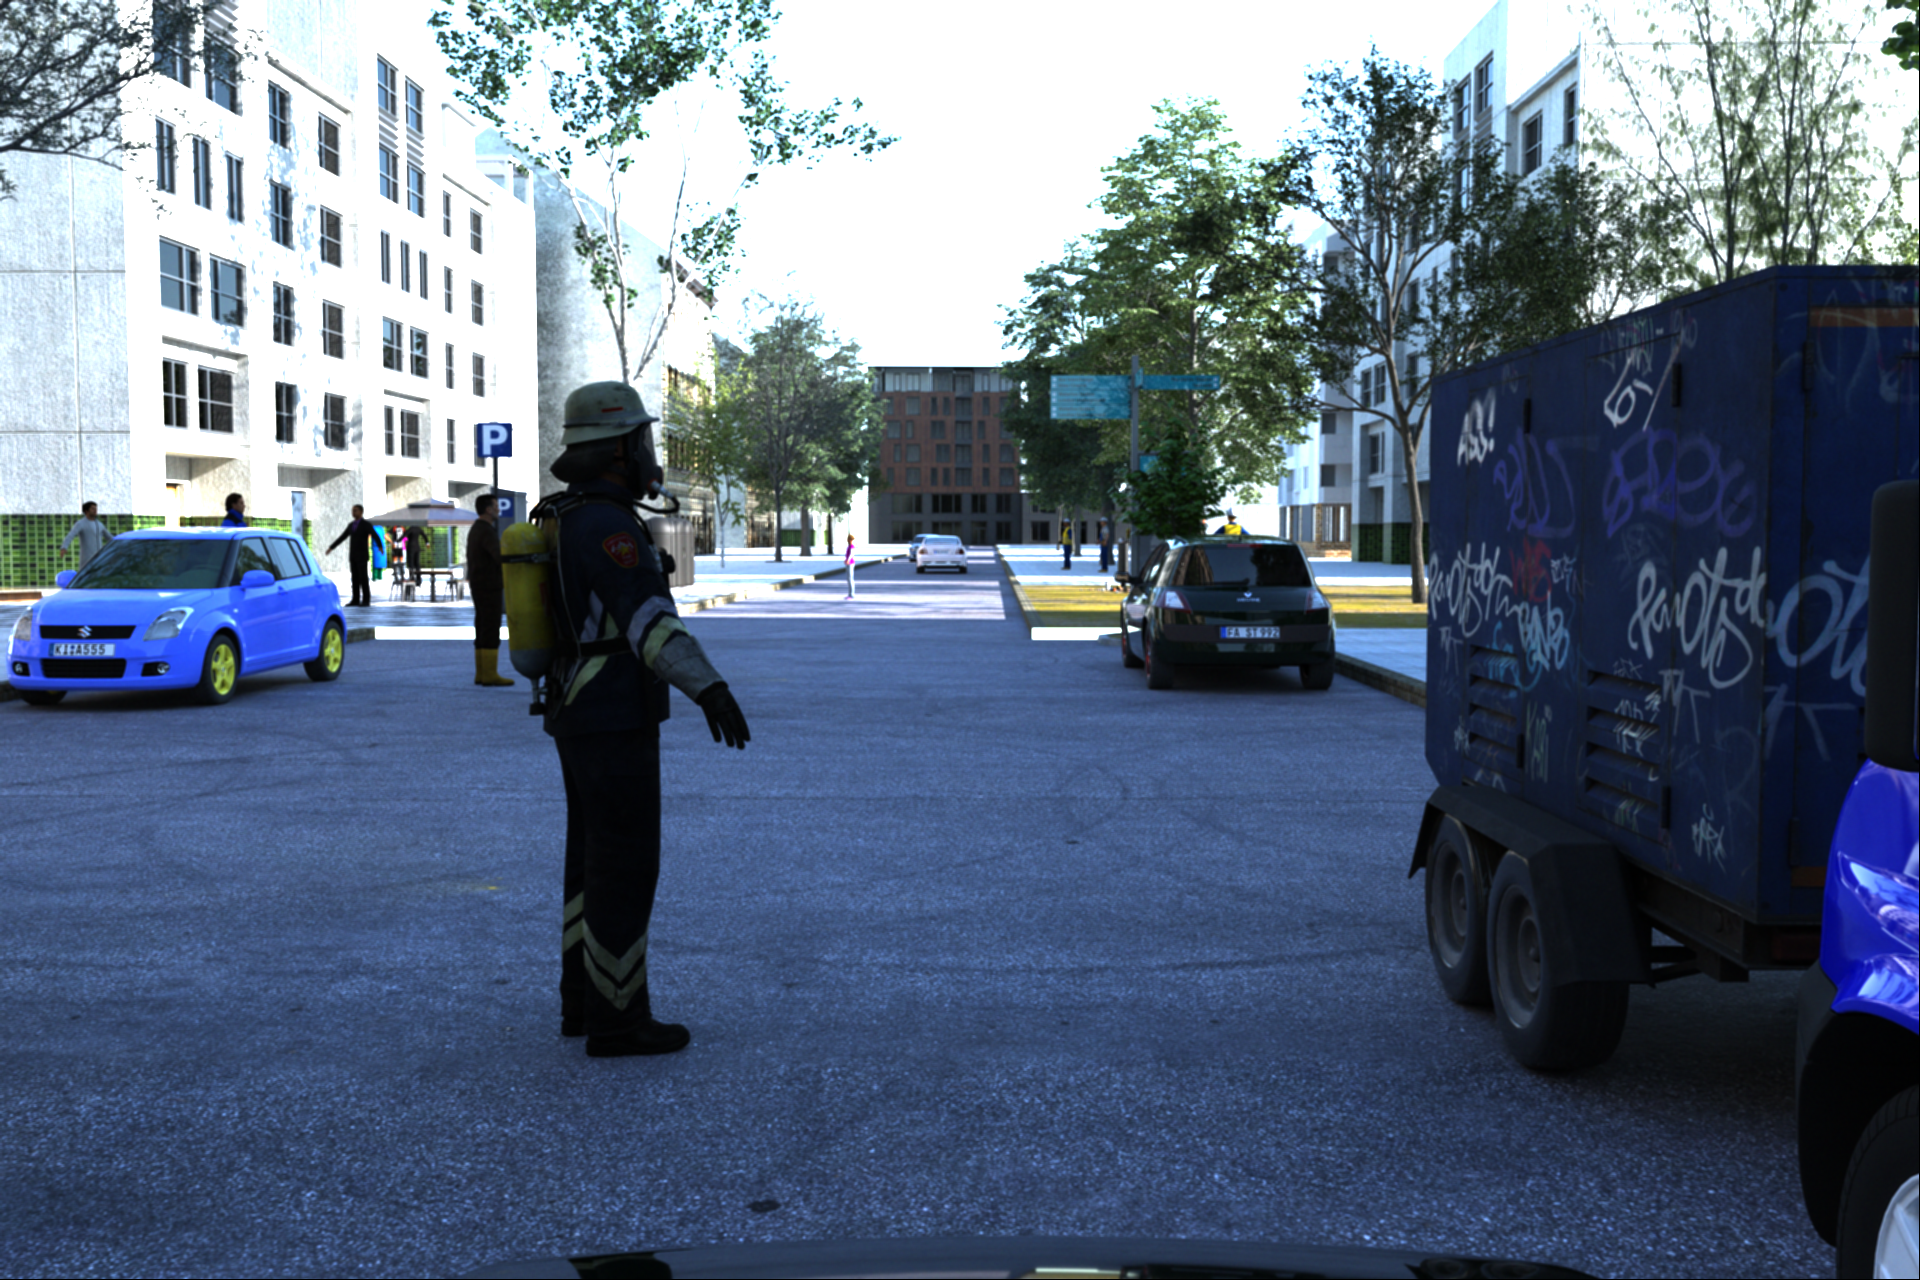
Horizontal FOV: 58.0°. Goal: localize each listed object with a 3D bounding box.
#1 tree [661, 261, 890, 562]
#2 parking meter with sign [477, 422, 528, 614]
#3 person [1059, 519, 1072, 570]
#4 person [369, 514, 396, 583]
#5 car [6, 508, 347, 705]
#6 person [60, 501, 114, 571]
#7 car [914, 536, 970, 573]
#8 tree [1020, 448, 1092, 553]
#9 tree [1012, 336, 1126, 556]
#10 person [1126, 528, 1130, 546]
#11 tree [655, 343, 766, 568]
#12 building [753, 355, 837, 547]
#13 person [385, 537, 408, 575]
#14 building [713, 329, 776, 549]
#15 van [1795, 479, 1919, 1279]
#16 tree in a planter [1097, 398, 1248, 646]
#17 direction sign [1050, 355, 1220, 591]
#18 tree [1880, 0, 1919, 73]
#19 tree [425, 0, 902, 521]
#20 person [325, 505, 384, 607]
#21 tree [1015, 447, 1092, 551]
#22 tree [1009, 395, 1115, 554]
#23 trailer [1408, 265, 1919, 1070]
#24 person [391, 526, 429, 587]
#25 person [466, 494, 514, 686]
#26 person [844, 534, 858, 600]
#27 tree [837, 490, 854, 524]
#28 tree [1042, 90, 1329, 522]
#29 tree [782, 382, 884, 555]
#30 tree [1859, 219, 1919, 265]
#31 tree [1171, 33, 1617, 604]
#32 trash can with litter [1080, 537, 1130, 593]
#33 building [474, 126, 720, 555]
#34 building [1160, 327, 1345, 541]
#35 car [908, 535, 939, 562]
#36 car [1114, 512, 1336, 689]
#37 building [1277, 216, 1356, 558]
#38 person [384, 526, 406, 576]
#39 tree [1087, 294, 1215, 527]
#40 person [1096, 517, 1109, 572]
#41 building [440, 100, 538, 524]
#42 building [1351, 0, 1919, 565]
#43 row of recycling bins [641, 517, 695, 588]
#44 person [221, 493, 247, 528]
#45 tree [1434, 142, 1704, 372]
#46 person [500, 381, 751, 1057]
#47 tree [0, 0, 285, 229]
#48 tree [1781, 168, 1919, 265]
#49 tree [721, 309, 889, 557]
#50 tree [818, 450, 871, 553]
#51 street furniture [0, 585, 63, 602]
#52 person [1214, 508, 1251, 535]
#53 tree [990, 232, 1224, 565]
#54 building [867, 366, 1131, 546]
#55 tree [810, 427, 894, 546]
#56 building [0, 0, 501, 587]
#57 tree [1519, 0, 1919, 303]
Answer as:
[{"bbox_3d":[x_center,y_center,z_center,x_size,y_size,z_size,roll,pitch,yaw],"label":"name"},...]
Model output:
[{"bbox_3d":[-8.240,-10.279,78.427,12.009,13.543,11.850,0,3,0],"label":"tree"},{"bbox_3d":[-7.240,-1.937,27.933,0.543,3.016,1.738,0,4,1],"label":"parking meter with sign"},{"bbox_3d":[3.830,-3.454,62.438,0.705,1.833,1.349,-1,4,-12],"label":"person"},{"bbox_3d":[-15.412,-2.434,45.918,0.704,1.817,1.347,1,4,12],"label":"person"},{"bbox_3d":[-6.983,-0.371,15.655,1.945,1.707,3.694,0,4,1],"label":"car"},{"bbox_3d":[-14.014,-1.334,27.995,0.705,1.806,1.347,1,4,21],"label":"person"},{"bbox_3d":[-0.673,-3.180,64.351,2.083,1.381,4.827,0,4,0],"label":"car"},{"bbox_3d":[7.867,-11.889,120.143,9.928,11.665,9.643,0,3,0],"label":"tree"},{"bbox_3d":[6.512,-11.034,98.533,7.486,12.596,7.792,0,3,0],"label":"tree"},{"bbox_3d":[5.996,-3.270,59.238,0.705,1.858,1.354,2,4,25],"label":"person"},{"bbox_3d":[-9.238,-7.074,66.017,4.737,8.622,4.395,0,3,0],"label":"tree"},{"bbox_3d":[-23.158,-19.601,186.941,16.747,18.905,31.486,0,4,2],"label":"building"},{"bbox_3d":[-17.690,-2.786,54.818,0.991,1.433,0.599,-1,4,-21],"label":"person"},{"bbox_3d":[-27.251,-19.939,156.931,19.493,23.208,18.063,0,4,2],"label":"building"},{"bbox_3d":[2.218,0.237,0.509,2.240,2.365,5.245,0,4,1],"label":"van"},{"bbox_3d":[2.825,-1.561,22.744,1.991,3.239,1.994,0,4,1],"label":"tree in a planter"},{"bbox_3d":[2.608,-2.243,25.434,2.525,3.948,1.411,0,4,1],"label":"direction sign"},{"bbox_3d":[8.540,-5.533,8.600,7.486,12.596,7.792,0,3,0],"label":"tree"},{"bbox_3d":[-8.131,-11.805,48.897,12.611,20.169,13.585,0,3,0],"label":"tree"},{"bbox_3d":[-10.646,-1.492,30.620,1.346,1.802,0.704,2,4,26],"label":"person"},{"bbox_3d":[7.719,-11.968,130.094,7.601,10.594,8.767,-2,4,-24],"label":"tree"},{"bbox_3d":[7.143,-11.277,110.131,9.928,11.665,9.643,0,3,0],"label":"tree"},{"bbox_3d":[2.201,0.085,5.660,1.471,1.999,3.904,0,3,0],"label":"trailer"},{"bbox_3d":[-13.348,-2.166,42.130,0.721,1.740,1.216,2,4,27],"label":"person"},{"bbox_3d":[-4.450,-0.479,16.428,0.704,1.812,1.346,-2,4,-33],"label":"person"},{"bbox_3d":[-2.470,-1.606,37.988,0.599,1.433,0.991,0,4,-7],"label":"person"},{"bbox_3d":[-16.489,-18.208,215.821,7.486,12.596,7.792,0,3,0],"label":"tree"},{"bbox_3d":[5.943,-7.788,45.454,7.486,12.596,7.792,0,3,0],"label":"tree"},{"bbox_3d":[-8.295,-11.169,108.368,9.928,11.665,9.643,0,3,0],"label":"tree"},{"bbox_3d":[21.962,-5.568,41.398,4.360,8.622,3.978,0,3,0],"label":"tree"},{"bbox_3d":[8.390,-5.969,32.013,8.767,10.594,7.601,-1,4,-23],"label":"tree"},{"bbox_3d":[3.572,-1.687,38.636,1.678,1.210,2.233,0,4,0],"label":"trash can with litter"},{"bbox_3d":[-25.225,-16.630,102.835,19.493,23.208,18.063,0,4,0],"label":"building"},{"bbox_3d":[26.453,-17.758,156.800,16.747,18.905,31.486,0,4,1],"label":"building"},{"bbox_3d":[-1.681,-4.753,89.720,2.014,1.417,4.499,0,4,1],"label":"car"},{"bbox_3d":[2.591,-0.464,17.371,2.009,1.686,4.222,0,4,1],"label":"car"},{"bbox_3d":[24.516,-15.152,104.154,16.016,20.090,11.380,0,4,1],"label":"building"},{"bbox_3d":[-17.210,-2.862,52.941,0.704,1.843,1.345,3,5,42],"label":"person"},{"bbox_3d":[6.146,-6.292,53.231,4.360,8.622,3.978,0,3,0],"label":"tree"},{"bbox_3d":[4.804,-3.193,58.057,0.705,1.847,1.347,0,4,-7],"label":"person"},{"bbox_3d":[-27.116,-13.494,77.048,16.016,20.090,11.380,0,4,1],"label":"building"},{"bbox_3d":[26.327,-12.130,64.780,16.747,18.905,31.486,0,4,1],"label":"building"},{"bbox_3d":[-7.117,-2.162,42.468,1.069,1.692,3.534,0,4,0],"label":"row of recycling bins"},{"bbox_3d":[-9.656,-1.053,23.197,0.704,1.831,1.345,-1,4,-9],"label":"person"},{"bbox_3d":[15.104,-6.579,41.972,7.601,10.594,8.767,0,4,6],"label":"tree"},{"bbox_3d":[-0.962,0.206,4.872,0.705,1.856,1.354,-2,4,-30],"label":"person"},{"bbox_3d":[-12.543,-6.562,17.660,12.009,13.543,11.850,0,3,0],"label":"tree"},{"bbox_3d":[18.225,-5.107,33.866,4.737,8.622,4.395,0,3,0],"label":"tree"},{"bbox_3d":[-8.741,-11.661,97.310,9.857,13.997,8.962,0,3,0],"label":"tree"},{"bbox_3d":[-8.098,-10.182,116.835,4.360,8.622,3.978,0,3,0],"label":"tree"},{"bbox_3d":[-22.809,-1.545,32.114,9.812,1.723,11.010,2,4,27],"label":"street furniture"},{"bbox_3d":[5.034,-1.582,32.335,1.216,1.772,0.721,-1,4,-9],"label":"person"},{"bbox_3d":[5.998,-10.080,71.457,9.857,13.997,8.962,0,3,0],"label":"tree"},{"bbox_3d":[4.696,-22.827,219.651,32.646,21.610,27.936,0,4,-2],"label":"building"},{"bbox_3d":[-8.357,-11.713,125.921,7.601,10.594,8.767,-2,4,-31],"label":"tree"},{"bbox_3d":[-27.924,-11.647,56.894,16.747,18.905,31.486,0,4,1],"label":"building"},{"bbox_3d":[8.741,-4.157,18.331,4.360,8.622,3.978,0,3,0],"label":"tree"}]
